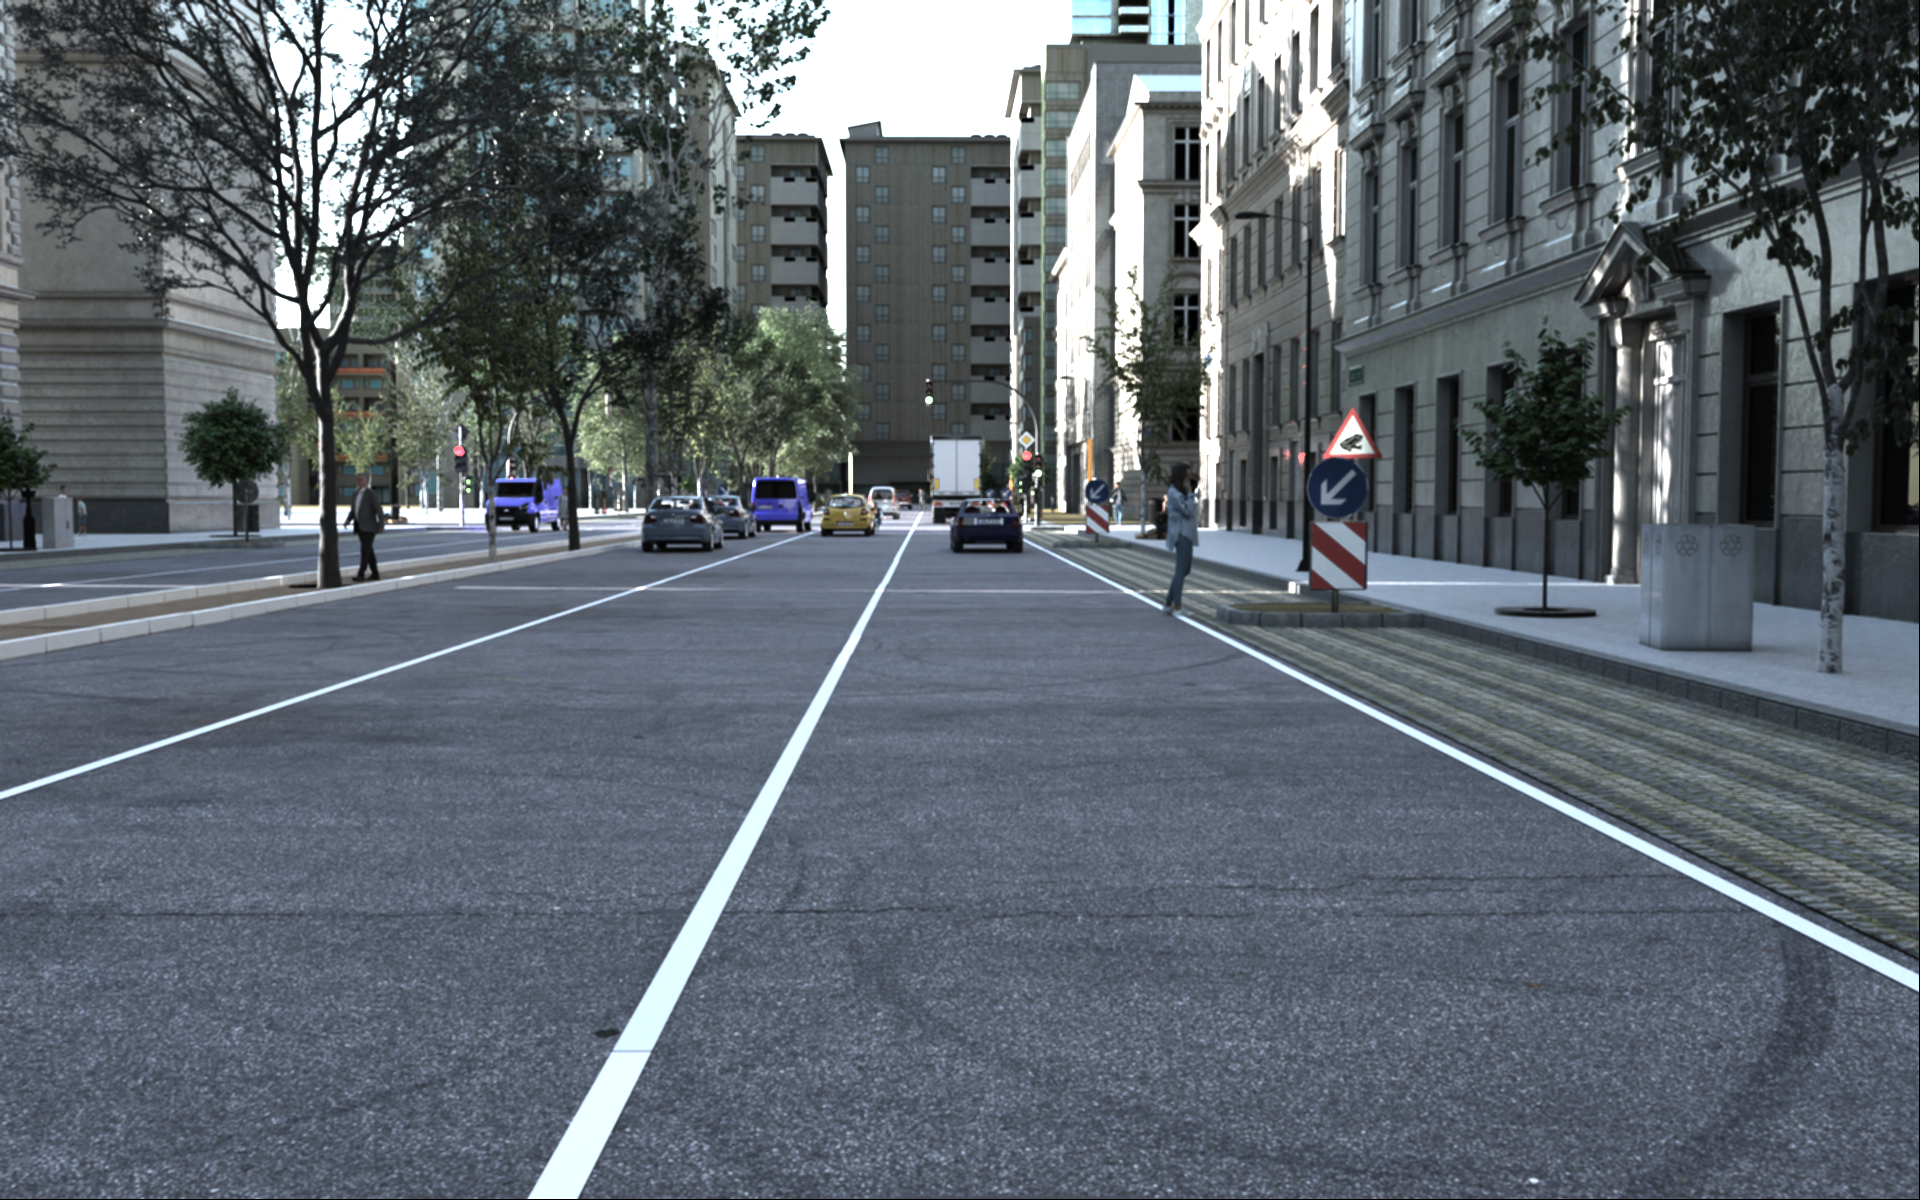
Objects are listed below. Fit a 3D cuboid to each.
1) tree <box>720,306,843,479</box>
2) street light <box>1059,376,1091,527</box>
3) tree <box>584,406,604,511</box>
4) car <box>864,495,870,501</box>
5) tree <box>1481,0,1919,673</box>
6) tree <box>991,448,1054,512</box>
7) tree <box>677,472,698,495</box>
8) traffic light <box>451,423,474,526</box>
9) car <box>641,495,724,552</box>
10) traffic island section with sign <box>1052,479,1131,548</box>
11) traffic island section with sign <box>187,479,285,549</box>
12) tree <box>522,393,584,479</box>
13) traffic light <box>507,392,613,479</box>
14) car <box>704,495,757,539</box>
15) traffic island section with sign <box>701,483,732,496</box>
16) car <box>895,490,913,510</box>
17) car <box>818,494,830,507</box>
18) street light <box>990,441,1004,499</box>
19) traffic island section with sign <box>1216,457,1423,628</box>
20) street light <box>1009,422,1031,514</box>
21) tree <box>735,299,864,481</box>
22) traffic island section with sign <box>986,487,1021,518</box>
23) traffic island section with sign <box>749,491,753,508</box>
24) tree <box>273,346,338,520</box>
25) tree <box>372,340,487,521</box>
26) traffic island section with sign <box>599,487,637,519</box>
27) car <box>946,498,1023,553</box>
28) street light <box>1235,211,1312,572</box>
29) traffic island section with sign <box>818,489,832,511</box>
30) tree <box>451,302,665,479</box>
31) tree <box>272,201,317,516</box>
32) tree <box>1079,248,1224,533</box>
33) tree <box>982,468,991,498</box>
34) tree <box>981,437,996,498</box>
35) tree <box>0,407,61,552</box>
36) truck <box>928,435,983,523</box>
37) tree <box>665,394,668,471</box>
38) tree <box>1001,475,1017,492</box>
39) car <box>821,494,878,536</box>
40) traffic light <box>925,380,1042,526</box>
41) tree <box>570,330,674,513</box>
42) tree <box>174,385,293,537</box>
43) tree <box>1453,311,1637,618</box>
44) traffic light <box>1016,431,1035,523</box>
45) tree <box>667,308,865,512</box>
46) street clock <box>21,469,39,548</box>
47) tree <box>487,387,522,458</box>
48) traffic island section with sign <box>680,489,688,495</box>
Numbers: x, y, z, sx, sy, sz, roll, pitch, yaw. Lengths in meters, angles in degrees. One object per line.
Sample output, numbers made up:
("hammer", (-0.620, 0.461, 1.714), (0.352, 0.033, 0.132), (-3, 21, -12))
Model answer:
("tree", (-10.938, -11.217, 103.974), (7.486, 12.596, 7.792), (0, 3, 0))
("street light", (4.582, -5.857, 68.308), (1.470, 5.913, 1.316), (0, 4, -1))
("tree", (-28.141, -11.160, 132.824), (4.360, 8.622, 3.978), (0, 3, 0))
("car", (-8.921, -9.485, 167.667), (1.945, 1.354, 3.894), (0, 4, 0))
("tree", (6.023, -3.779, 12.149), (4.360, 8.622, 3.978), (0, 3, 0))
("tree", (4.936, -8.480, 122.365), (4.285, 4.588, 4.351), (0, 3, 0))
("tree", (-23.227, -9.446, 149.041), (1.663, 3.219, 1.824), (0, 3, 0))
("traffic light", (-19.783, -4.888, 68.841), (0.839, 4.253, 0.868), (0, 4, -1))
("car", (-7.087, -1.979, 44.357), (2.014, 1.417, 4.499), (0, 4, -3))
("traffic island section with sign", (3.492, -2.307, 46.341), (1.989, 1.847, 2.006), (0, 4, -1))
("traffic island section with sign", (-19.121, -2.285, 45.982), (1.989, 1.847, 2.006), (0, 4, -1))
("tree", (-26.971, -9.730, 109.444), (4.360, 8.622, 3.978), (0, 3, 0))
("traffic light", (-17.824, -6.252, 76.894), (4.771, 5.953, 1.251), (0, 4, -1))
("car", (-7.695, -2.724, 56.535), (2.014, 1.417, 4.499), (0, 4, -1))
("traffic island section with sign", (-10.345, -4.198, 76.772), (2.006, 1.907, 1.989), (0, 4, -1))
("car", (-5.448, -9.225, 159.496), (2.281, 1.827, 5.304), (0, 4, -3))
("car", (-15.377, -11.496, 198.185), (2.015, 1.641, 3.980), (0, 4, -2))
("street light", (3.288, -10.964, 151.804), (1.470, 5.913, 1.316), (0, 4, -1))
("traffic island section with sign", (3.939, -0.658, 19.389), (1.989, 1.847, 2.006), (0, 4, -1))
("street light", (3.873, -8.529, 111.985), (1.470, 5.913, 1.316), (0, 4, -1))
("tree", (-10.709, -12.501, 113.506), (9.857, 13.997, 8.962), (0, 3, 0))
("traffic island section with sign", (2.587, -5.728, 102.284), (1.989, 1.847, 2.006), (0, 4, -1))
("traffic island section with sign", (-21.300, -10.444, 179.392), (1.989, 1.847, 2.006), (0, 4, -1))
("tree", (-33.382, -8.253, 85.303), (4.737, 8.622, 4.395), (0, 3, 0))
("tree", (-25.460, -8.055, 82.055), (4.360, 8.622, 3.978), (0, 3, 0))
("traffic island section with sign", (-20.035, -5.684, 101.565), (1.989, 1.847, 2.006), (0, 4, -1))
("car", (0.640, -1.903, 43.699), (1.945, 1.354, 3.894), (0, 4, -2))
("street light", (5.210, -3.429, 28.601), (1.470, 5.913, 1.316), (0, 4, -1))
("traffic island section with sign", (-11.584, -8.793, 151.900), (2.006, 1.907, 1.989), (0, 4, -1))
("tree", (-22.629, -10.084, 90.622), (9.928, 11.665, 9.643), (0, 3, 0))
("tree", (-39.851, -15.040, 101.800), (12.611, 20.169, 13.585), (0, 3, 0))
("tree", (5.834, -6.258, 52.685), (4.737, 8.622, 4.395), (0, 3, 0))
("tree", (3.045, -14.130, 214.735), (4.285, 4.588, 4.351), (0, 3, 0))
("tree", (2.729, -16.557, 221.074), (4.737, 8.622, 4.395), (0, 3, 0))
("tree", (-21.374, -2.707, 38.864), (1.663, 3.219, 1.824), (0, 3, 0))
("truck", (-0.225, -6.046, 87.769), (2.839, 4.237, 11.283), (0, 4, -1))
("tree", (-23.268, -13.141, 140.608), (9.928, 11.665, 9.643), (0, 3, 0))
("tree", (4.434, -10.301, 163.024), (1.663, 3.219, 1.824), (0, 3, 0))
("car", (-3.863, -3.048, 60.064), (2.015, 1.641, 3.980), (0, 3, 0))
("traffic light", (0.985, -5.773, 69.054), (4.771, 5.953, 1.251), (0, 4, -1))
("tree", (-23.294, -12.332, 119.760), (7.486, 12.596, 7.792), (0, 3, 0))
("tree", (-21.912, -4.178, 52.026), (4.285, 4.588, 4.351), (0, 3, 0))
("tree", (6.263, -1.462, 18.511), (1.663, 3.219, 1.824), (0, 3, 0))
("traffic light", (2.944, -5.400, 77.214), (0.839, 4.253, 0.868), (0, 4, -1))
("tree", (-10.334, -10.215, 95.221), (9.928, 11.665, 9.643), (0, 3, 0))
("street clock", (-21.753, -2.194, 40.443), (0.471, 2.002, 0.358), (1, 4, 15))
("tree", (-28.085, -9.236, 101.378), (4.360, 8.622, 3.978), (0, 3, 0))
("traffic island section with sign", (-20.483, -7.333, 128.516), (1.989, 1.847, 2.006), (0, 4, -1))
